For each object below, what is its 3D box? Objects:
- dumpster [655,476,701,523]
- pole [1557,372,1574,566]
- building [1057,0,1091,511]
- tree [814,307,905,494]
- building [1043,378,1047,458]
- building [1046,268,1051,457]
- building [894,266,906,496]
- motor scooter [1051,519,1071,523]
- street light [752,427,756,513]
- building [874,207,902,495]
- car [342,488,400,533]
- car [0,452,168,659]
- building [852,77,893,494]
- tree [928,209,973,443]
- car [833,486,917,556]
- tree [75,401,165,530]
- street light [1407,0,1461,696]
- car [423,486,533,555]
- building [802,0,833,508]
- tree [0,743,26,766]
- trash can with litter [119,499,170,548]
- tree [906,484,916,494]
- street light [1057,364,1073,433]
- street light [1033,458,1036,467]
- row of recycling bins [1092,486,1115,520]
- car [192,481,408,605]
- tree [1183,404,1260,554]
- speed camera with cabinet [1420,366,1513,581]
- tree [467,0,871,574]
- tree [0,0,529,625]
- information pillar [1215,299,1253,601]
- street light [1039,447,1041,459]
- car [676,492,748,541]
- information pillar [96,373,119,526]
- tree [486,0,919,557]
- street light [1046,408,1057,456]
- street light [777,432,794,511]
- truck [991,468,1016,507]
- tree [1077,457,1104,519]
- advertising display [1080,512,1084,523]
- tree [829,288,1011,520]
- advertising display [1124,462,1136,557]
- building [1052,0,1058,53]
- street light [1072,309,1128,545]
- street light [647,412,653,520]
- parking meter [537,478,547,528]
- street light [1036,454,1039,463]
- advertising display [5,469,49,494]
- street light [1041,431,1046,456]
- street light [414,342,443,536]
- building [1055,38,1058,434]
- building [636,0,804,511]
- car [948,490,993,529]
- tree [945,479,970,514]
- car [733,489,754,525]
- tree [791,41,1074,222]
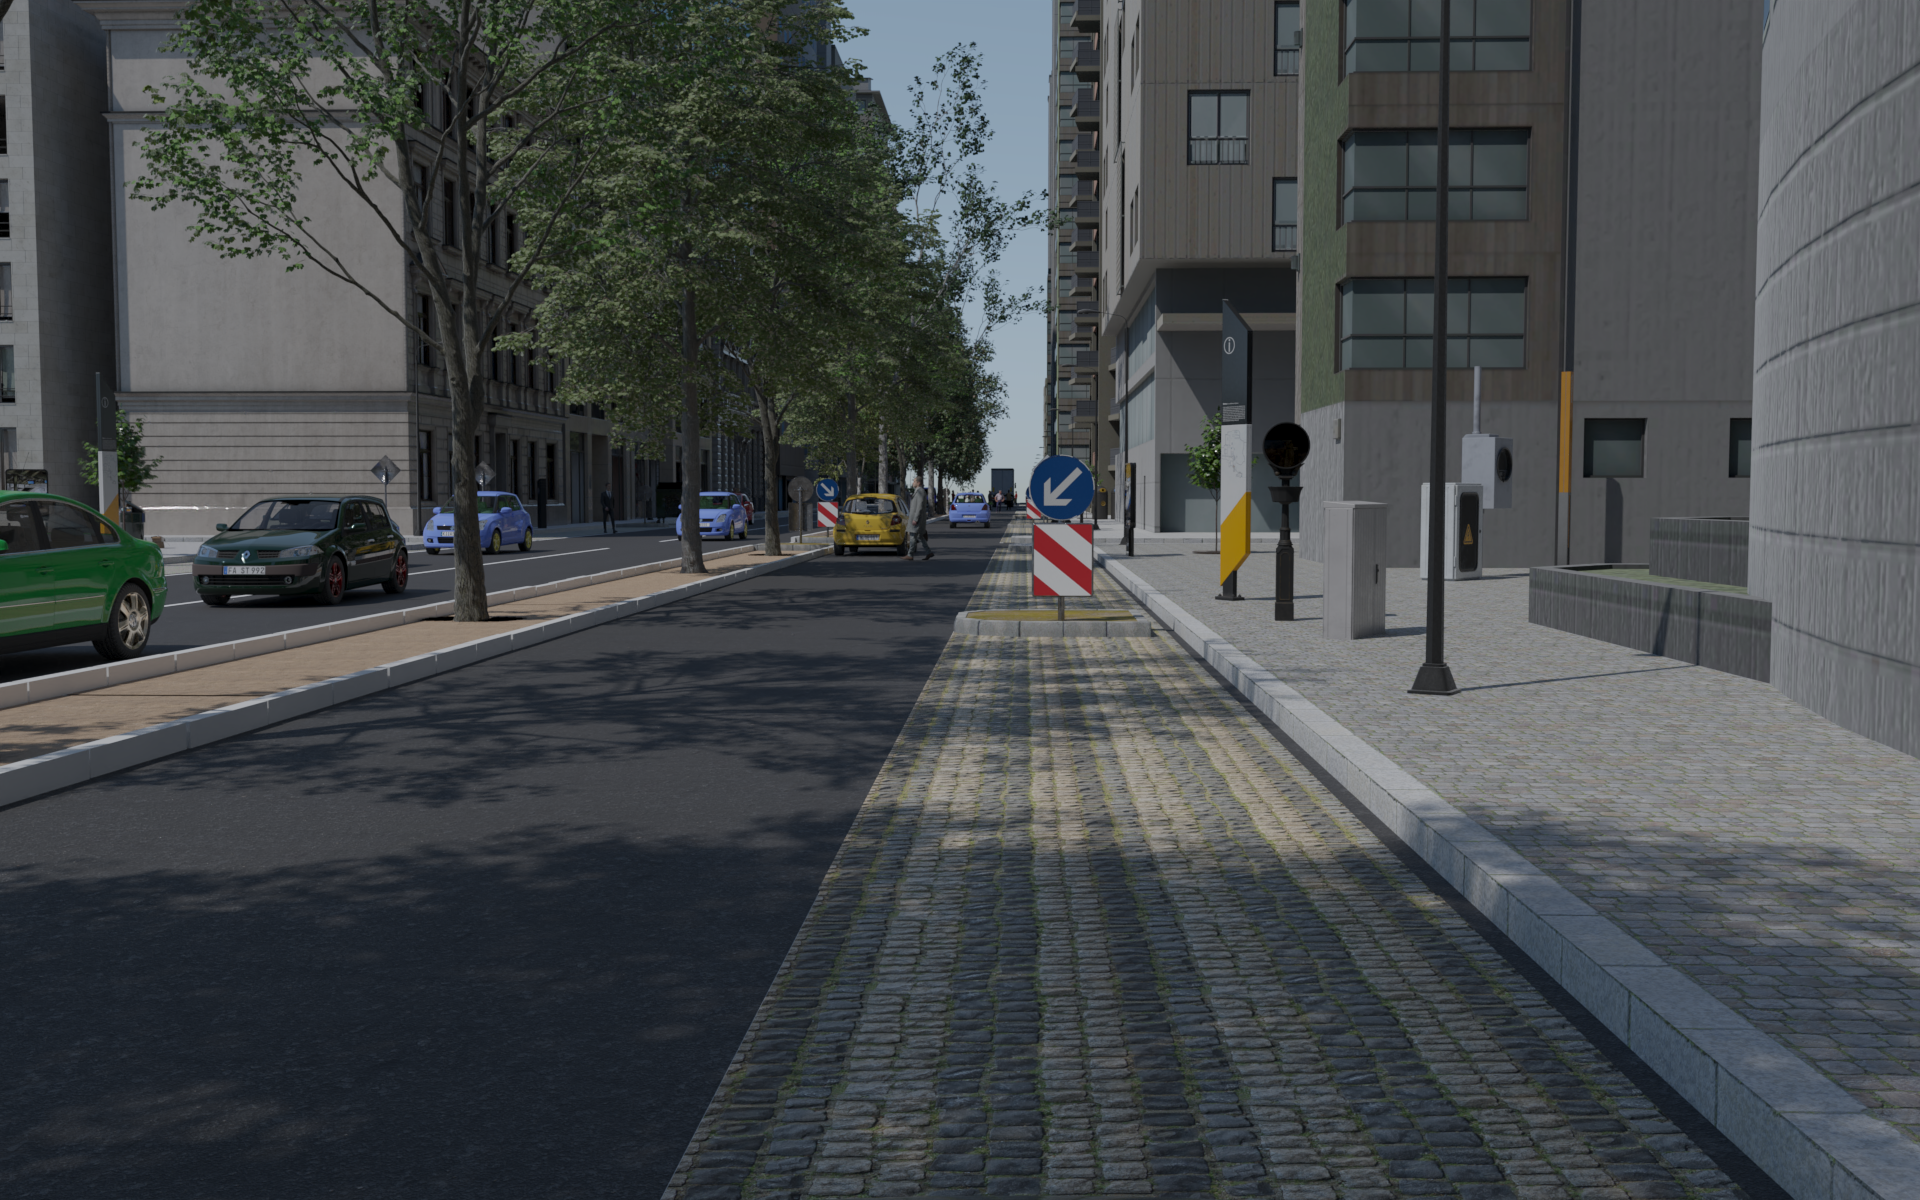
[{"bbox_3d":[-13.191,-4.654,81.045,1.985,2.255,1.502,0,4,3],"label":"dumpster"},{"bbox_3d":[10.134,-2.149,28.983,0.158,3.312,0.155,0,3,0],"label":"pole"},{"bbox_3d":[14.656,-27.686,136.266,14.154,41.232,14.086,0,4,2],"label":"building"},{"bbox_3d":[-3.683,-6.705,62.439,4.737,8.622,4.395,0,3,0],"label":"tree"},{"bbox_3d":[27.020,-26.086,271.549,27.650,21.520,28.899,0,4,2],"label":"building"},{"bbox_3d":[18.095,-27.522,221.687,14.160,30.474,14.107,0,4,2],"label":"building"},{"bbox_3d":[-16.105,-36.213,275.684,14.154,41.232,14.086,0,4,2],"label":"building"},{"bbox_3d":[2.035,-1.350,34.855,0.815,1.314,1.986,0,4,3],"label":"motor scooter"},{"bbox_3d":[-13.457,-8.828,116.884,1.470,5.913,1.316,0,4,2],"label":"street light"},{"bbox_3d":[-19.882,-36.625,253.448,22.147,44.769,28.867,0,4,2],"label":"building"},{"bbox_3d":[-12.050,-1.418,32.979,2.009,1.686,4.222,0,4,1],"label":"car"},{"bbox_3d":[-8.120,-0.301,13.721,1.959,1.807,4.718,0,4,2],"label":"car"},{"bbox_3d":[-23.494,-38.850,224.439,28.713,52.752,27.495,0,4,2],"label":"building"},{"bbox_3d":[-3.462,-8.289,56.106,7.486,12.596,7.792,0,3,0],"label":"tree"},{"bbox_3d":[-1.987,-1.923,41.669,2.015,1.641,3.980,0,4,4],"label":"car"},{"bbox_3d":[-17.231,-2.526,35.897,1.663,3.219,1.824,0,3,0],"label":"tree"},{"bbox_3d":[2.521,-2.354,11.033,1.470,5.913,1.316,0,4,2],"label":"street light"},{"bbox_3d":[-11.708,-1.990,42.121,1.945,1.707,3.694,0,4,4],"label":"car"},{"bbox_3d":[-23.496,-37.505,155.202,21.231,58.520,28.212,0,4,2],"label":"building"},{"bbox_3d":[-5.729,-4.933,8.865,9.928,11.665,9.643,0,3,0],"label":"tree"},{"bbox_3d":[-19.238,-1.801,40.838,1.055,1.170,0.624,-2,4,-27],"label":"trash can with litter"},{"bbox_3d":[-8.891,-17.922,287.624,1.663,3.219,1.824,0,3,0],"label":"tree"},{"bbox_3d":[4.319,-5.464,61.873,1.470,5.913,1.316,0,4,2],"label":"street light"},{"bbox_3d":[9.615,-14.079,202.734,1.470,5.913,1.316,0,4,2],"label":"street light"},{"bbox_3d":[8.370,-4.887,87.012,3.534,1.692,1.069,1,4,13],"label":"row of recycling bins"},{"bbox_3d":[-8.920,-0.848,23.656,2.009,1.686,4.222,0,4,0],"label":"car"},{"bbox_3d":[5.658,-2.610,37.279,1.663,3.219,1.824,0,3,0],"label":"tree"},{"bbox_3d":[7.709,-1.952,26.258,0.660,3.252,2.038,3,5,41],"label":"speed camera with cabinet"},{"bbox_3d":[-4.720,-6.713,30.334,7.486,12.596,7.792,0,3,0],"label":"tree"},{"bbox_3d":[-5.599,-5.568,19.248,9.928,11.665,9.643,0,3,0],"label":"tree"},{"bbox_3d":[3.302,-1.798,20.757,0.183,3.616,0.504,-2,4,-30],"label":"information pillar"},{"bbox_3d":[7.230,-10.130,138.161,1.470,5.913,1.316,0,4,2],"label":"street light"},{"bbox_3d":[-7.720,-2.717,54.011,1.945,1.707,3.694,0,4,3],"label":"car"},{"bbox_3d":[-16.617,-2.594,33.763,0.183,3.616,0.504,0,4,8],"label":"information pillar"},{"bbox_3d":[-4.419,-6.821,39.740,9.928,11.665,9.643,0,3,0],"label":"tree"},{"bbox_3d":[5.577,-7.433,94.066,1.470,5.913,1.316,0,4,2],"label":"street light"},{"bbox_3d":[-12.976,-9.556,128.783,1.470,5.913,1.316,0,4,2],"label":"street light"},{"bbox_3d":[4.798,-12.474,192.864,2.839,4.237,11.283,0,4,2],"label":"truck"},{"bbox_3d":[6.446,-5.812,89.622,1.663,3.219,1.824,0,3,0],"label":"tree"},{"bbox_3d":[4.441,-3.547,63.215,0.123,1.923,0.974,0,3,0],"label":"advertising display"},{"bbox_3d":[-2.123,-10.626,93.199,9.611,12.733,9.660,0,3,0],"label":"tree"},{"bbox_3d":[3.518,-1.870,35.786,0.123,1.923,0.974,0,4,-2],"label":"advertising display"},{"bbox_3d":[20.396,-39.475,187.408,21.231,58.520,28.212,0,4,2],"label":"building"},{"bbox_3d":[3.656,-4.350,43.669,1.470,5.913,1.316,0,4,2],"label":"street light"},{"bbox_3d":[-14.642,-6.859,84.689,1.470,5.913,1.316,0,4,2],"label":"street light"},{"bbox_3d":[-15.635,-3.612,64.762,0.255,1.863,0.399,-2,4,-31],"label":"parking meter"},{"bbox_3d":[8.456,-12.099,170.355,1.470,5.913,1.316,0,4,2],"label":"street light"},{"bbox_3d":[-23.979,-2.405,44.543,0.974,1.923,0.123,-2,4,-29],"label":"advertising display"},{"bbox_3d":[6.850,-9.432,126.755,1.470,5.913,1.316,0,4,2],"label":"street light"},{"bbox_3d":[-15.895,-4.890,52.496,1.470,5.913,1.316,0,4,2],"label":"street light"},{"bbox_3d":[19.983,-32.954,158.413,23.786,49.044,30.456,0,4,2],"label":"building"},{"bbox_3d":[-19.945,-29.613,134.291,14.600,45.320,14.200,0,4,2],"label":"building"},{"bbox_3d":[0.431,-3.900,73.362,1.945,1.707,3.694,0,4,2],"label":"car"},{"bbox_3d":[-0.906,-10.558,125.437,4.360,8.622,3.978,0,3,0],"label":"tree"},{"bbox_3d":[-10.602,-4.306,79.450,2.155,1.783,4.494,0,4,3],"label":"car"},{"bbox_3d":[-2.057,-13.053,71.755,12.611,20.169,13.585,0,3,0],"label":"tree"}]
